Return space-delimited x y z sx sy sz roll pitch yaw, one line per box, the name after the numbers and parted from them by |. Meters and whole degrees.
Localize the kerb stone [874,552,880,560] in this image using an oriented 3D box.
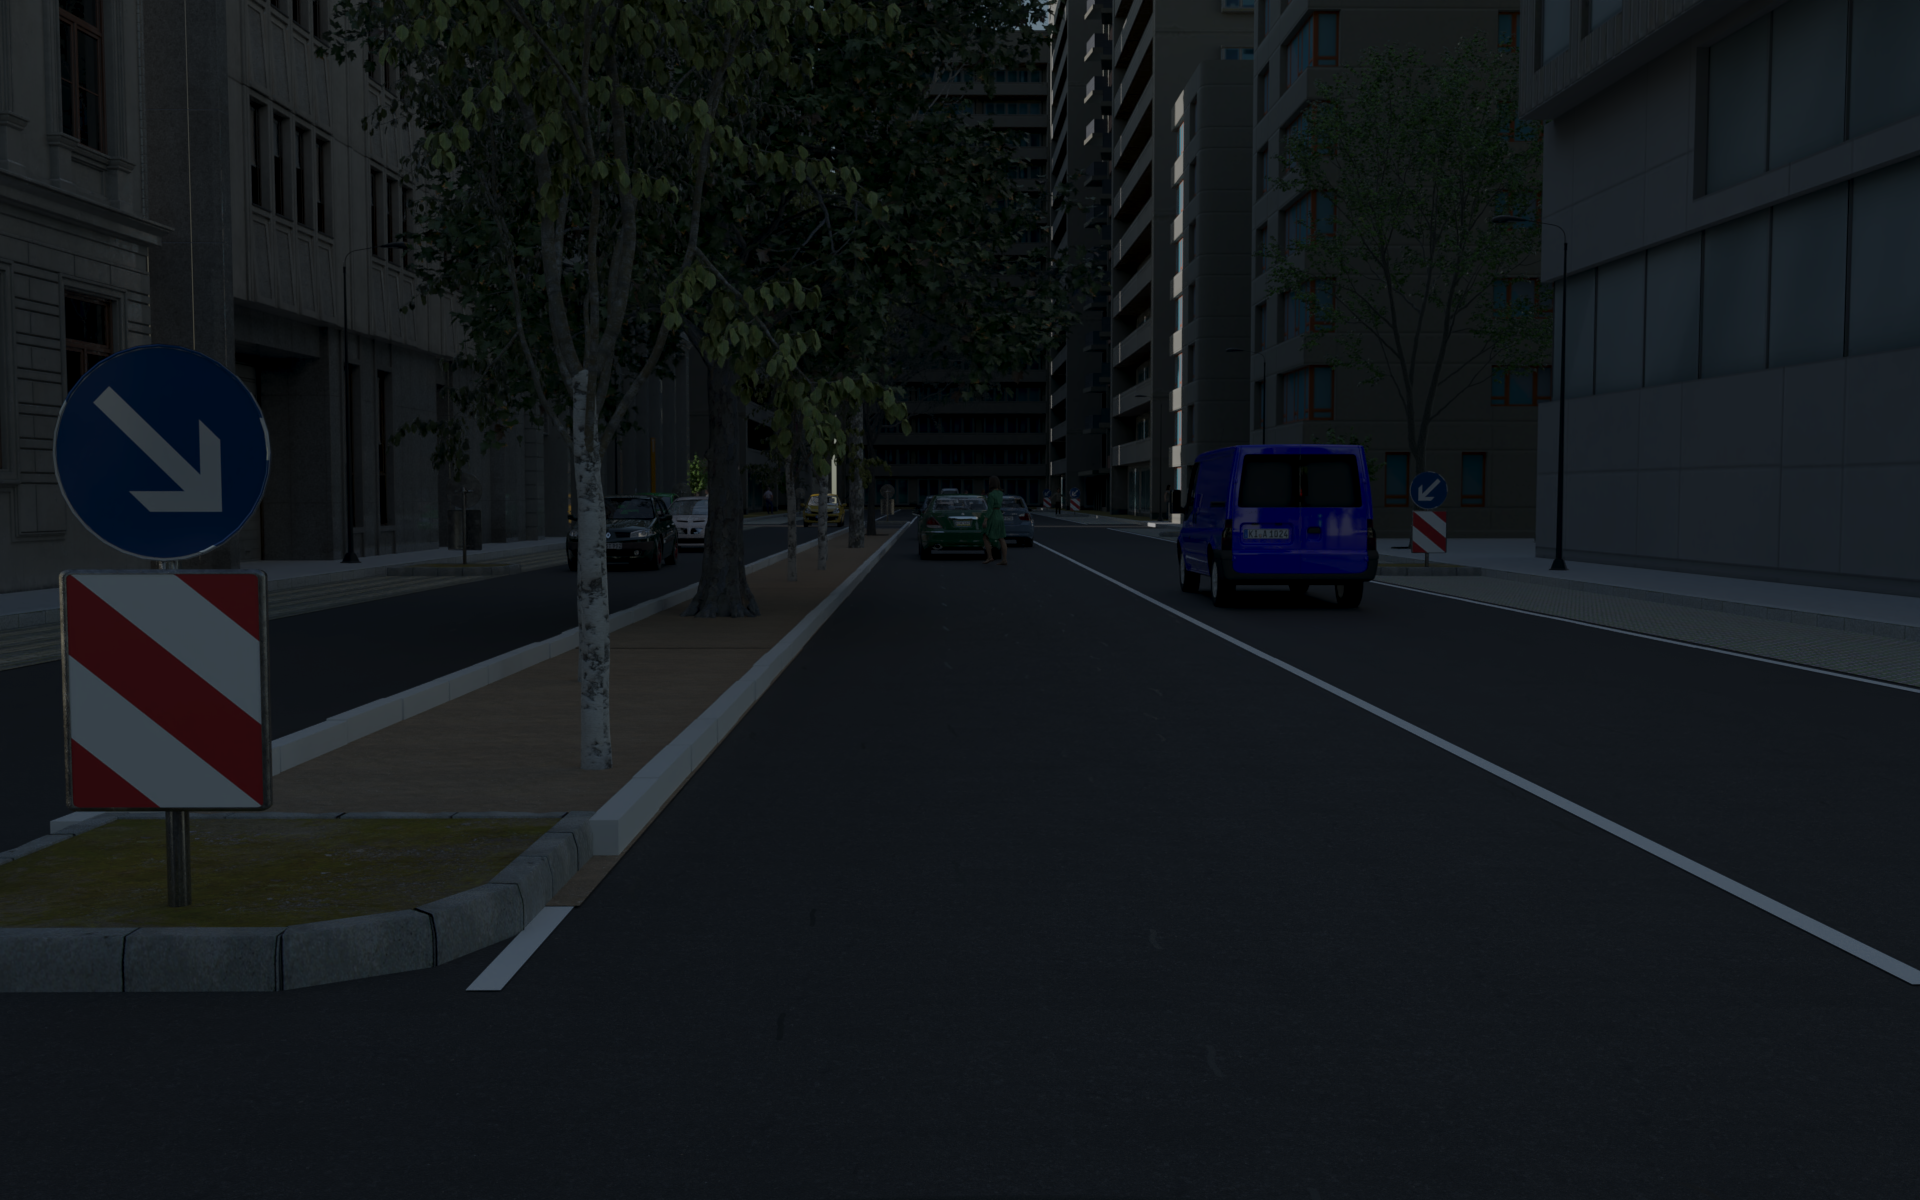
-1.786 -0.844 35.998 0.120 0.150 1.000 0 4 -1 | kerb stone

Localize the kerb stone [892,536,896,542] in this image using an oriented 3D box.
-1.953 -1.658 49.309 0.120 0.150 1.000 0 4 -1 | kerb stone

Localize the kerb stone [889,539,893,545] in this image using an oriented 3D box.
-1.918 -1.471 46.243 0.120 0.150 1.000 0 4 -1 | kerb stone

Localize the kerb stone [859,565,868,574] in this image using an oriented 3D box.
-1.704 -0.468 29.851 0.120 0.150 1.000 0 4 -1 | kerb stone

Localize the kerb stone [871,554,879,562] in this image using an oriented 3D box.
-1.774 -0.782 34.976 0.120 0.150 1.000 0 4 -1 | kerb stone

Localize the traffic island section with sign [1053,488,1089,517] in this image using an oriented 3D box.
7.058 -6.130 108.850 1.989 1.847 2.006 0 4 -1 | traffic island section with sign

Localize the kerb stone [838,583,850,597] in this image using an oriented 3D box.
-1.624 -0.093 23.716 0.120 0.150 1.000 0 4 -1 | kerb stone

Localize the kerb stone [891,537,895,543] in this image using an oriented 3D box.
-1.947 -1.594 48.287 0.120 0.150 1.000 0 4 -1 | kerb stone

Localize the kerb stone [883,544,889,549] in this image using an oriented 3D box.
-1.868 -1.220 42.145 0.120 0.150 1.000 0 4 -1 | kerb stone

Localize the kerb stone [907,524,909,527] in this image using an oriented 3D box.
-2.210 -2.849 68.777 0.120 0.150 1.000 0 4 -1 | kerb stone

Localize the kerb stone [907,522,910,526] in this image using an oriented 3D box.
-2.253 -3.036 71.853 0.120 0.150 1.000 0 4 -1 | kerb stone

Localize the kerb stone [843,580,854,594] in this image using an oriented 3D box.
-1.633 -0.156 24.739 0.120 0.150 1.000 0 4 -1 | kerb stone

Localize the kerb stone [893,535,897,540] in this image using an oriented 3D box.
-1.969 -1.721 50.331 0.120 0.150 1.000 0 4 -1 | kerb stone

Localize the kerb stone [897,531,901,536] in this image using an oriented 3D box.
-2.036 -2.034 55.457 0.120 0.150 1.000 0 4 -1 | kerb stone

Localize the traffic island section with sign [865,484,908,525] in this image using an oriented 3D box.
-3.415 -4.460 81.052 2.006 1.907 1.989 0 4 -1 | traffic island section with sign

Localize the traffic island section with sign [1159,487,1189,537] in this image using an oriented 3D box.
7.720 -3.017 57.954 1.989 1.847 2.006 0 4 -1 | traffic island section with sign

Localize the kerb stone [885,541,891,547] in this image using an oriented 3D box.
-1.899 -1.345 44.193 0.120 0.150 1.000 0 4 -1 | kerb stone

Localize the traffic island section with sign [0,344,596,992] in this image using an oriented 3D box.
-2.431 0.136 5.920 2.006 1.907 1.989 0 4 -1 | traffic island section with sign

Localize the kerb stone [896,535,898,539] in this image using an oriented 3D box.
-1.984 -1.776 51.354 0.120 0.150 1.000 0 4 -1 | kerb stone

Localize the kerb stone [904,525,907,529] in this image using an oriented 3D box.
-2.176 -2.661 65.705 0.120 0.150 1.000 0 4 -1 | kerb stone

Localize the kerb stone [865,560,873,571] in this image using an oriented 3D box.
-1.727 -0.594 31.900 0.120 0.150 1.000 0 4 -1 | kerb stone

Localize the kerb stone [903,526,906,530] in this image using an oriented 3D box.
-2.146 -2.535 63.659 0.120 0.150 1.000 0 4 -1 | kerb stone

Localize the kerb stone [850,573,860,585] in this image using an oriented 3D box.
-1.664 -0.281 26.784 0.120 0.150 1.000 0 4 -1 | kerb stone

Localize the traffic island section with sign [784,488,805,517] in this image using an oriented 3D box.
-9.949 -6.087 108.149 1.989 1.847 2.006 0 4 -1 | traffic island section with sign

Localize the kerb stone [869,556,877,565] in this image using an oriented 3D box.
-1.759 -0.716 33.949 0.120 0.150 1.000 0 4 -1 | kerb stone

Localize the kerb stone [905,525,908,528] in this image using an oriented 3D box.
-2.183 -2.724 66.727 0.120 0.150 1.000 0 4 -1 | kerb stone

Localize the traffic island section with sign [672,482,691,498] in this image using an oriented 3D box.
-9.306 -3.013 57.894 1.989 1.847 2.006 0 4 -1 | traffic island section with sign

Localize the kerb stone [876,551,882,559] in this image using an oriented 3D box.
-1.800 -0.907 37.022 0.120 0.150 1.000 0 4 -1 | kerb stone

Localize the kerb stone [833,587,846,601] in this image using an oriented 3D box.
-1.614 -0.031 22.694 0.120 0.150 1.000 0 4 -1 | kerb stone

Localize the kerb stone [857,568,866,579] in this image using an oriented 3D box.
-1.687 -0.401 28.829 0.120 0.150 1.000 0 4 -1 | kerb stone

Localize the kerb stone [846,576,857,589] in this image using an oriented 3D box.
-1.649 -0.218 25.762 0.120 0.150 1.000 0 4 -1 | kerb stone

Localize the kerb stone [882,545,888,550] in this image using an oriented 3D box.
-1.845 -1.158 41.121 0.120 0.150 1.000 0 4 -1 | kerb stone

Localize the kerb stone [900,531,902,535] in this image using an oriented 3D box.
-2.049 -2.096 56.479 0.120 0.150 1.000 0 4 -1 | kerb stone

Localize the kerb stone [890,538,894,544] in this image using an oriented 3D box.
-1.935 -1.533 47.265 0.120 0.150 1.000 0 4 -1 | kerb stone

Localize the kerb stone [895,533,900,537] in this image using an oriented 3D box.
-2.011 -1.909 53.402 0.120 0.150 1.000 0 4 -1 | kerb stone

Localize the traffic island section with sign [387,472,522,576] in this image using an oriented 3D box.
-8.952 -1.365 30.941 1.989 1.847 2.006 0 4 -1 | traffic island section with sign

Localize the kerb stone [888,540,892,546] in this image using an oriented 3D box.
-1.915 -1.408 45.217 0.120 0.150 1.000 0 4 -1 | kerb stone

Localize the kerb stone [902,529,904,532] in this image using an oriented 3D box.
-2.096 -2.283 59.553 0.120 0.150 1.000 0 4 -1 | kerb stone

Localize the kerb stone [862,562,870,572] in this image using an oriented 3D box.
-1.721 -0.530 30.874 0.120 0.150 1.000 0 4 -1 | kerb stone

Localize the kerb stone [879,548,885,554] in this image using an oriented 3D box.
-1.827 -1.032 39.070 0.120 0.150 1.000 0 4 -1 | kerb stone

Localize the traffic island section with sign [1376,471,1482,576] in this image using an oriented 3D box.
8.064 -1.368 31.001 1.989 1.847 2.006 0 4 -1 | traffic island section with sign

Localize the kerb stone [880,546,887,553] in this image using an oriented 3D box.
-1.834 -1.095 40.099 0.120 0.150 1.000 0 4 -1 | kerb stone

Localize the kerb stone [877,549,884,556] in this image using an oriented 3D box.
-1.809 -0.968 38.044 0.120 0.150 1.000 0 4 -1 | kerb stone

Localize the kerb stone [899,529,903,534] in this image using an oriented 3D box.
-2.076 -2.222 58.524 0.120 0.150 1.000 0 4 -1 | kerb stone

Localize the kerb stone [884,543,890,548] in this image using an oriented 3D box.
-1.883 -1.279 43.171 0.120 0.150 1.000 0 4 -1 | kerb stone

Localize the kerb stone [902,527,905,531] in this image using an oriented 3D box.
-2.117 -2.410 61.604 0.120 0.150 1.000 0 4 -1 | kerb stone

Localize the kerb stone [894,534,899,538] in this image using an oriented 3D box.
-1.999 -1.846 52.376 0.120 0.150 1.000 0 4 -1 | kerb stone

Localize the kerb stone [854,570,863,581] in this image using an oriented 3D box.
-1.678 -0.343 27.807 0.120 0.150 1.000 0 4 -1 | kerb stone

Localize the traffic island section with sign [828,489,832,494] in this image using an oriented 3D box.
-10.314 -7.756 135.439 1.989 1.847 2.006 0 4 -1 | traffic island section with sign

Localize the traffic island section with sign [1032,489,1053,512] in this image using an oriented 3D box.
6.703 -7.805 136.245 1.989 1.847 2.006 0 4 -1 | traffic island section with sign

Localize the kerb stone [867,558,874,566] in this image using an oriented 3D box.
-1.754 -0.656 32.922 0.120 0.150 1.000 0 4 -1 | kerb stone
